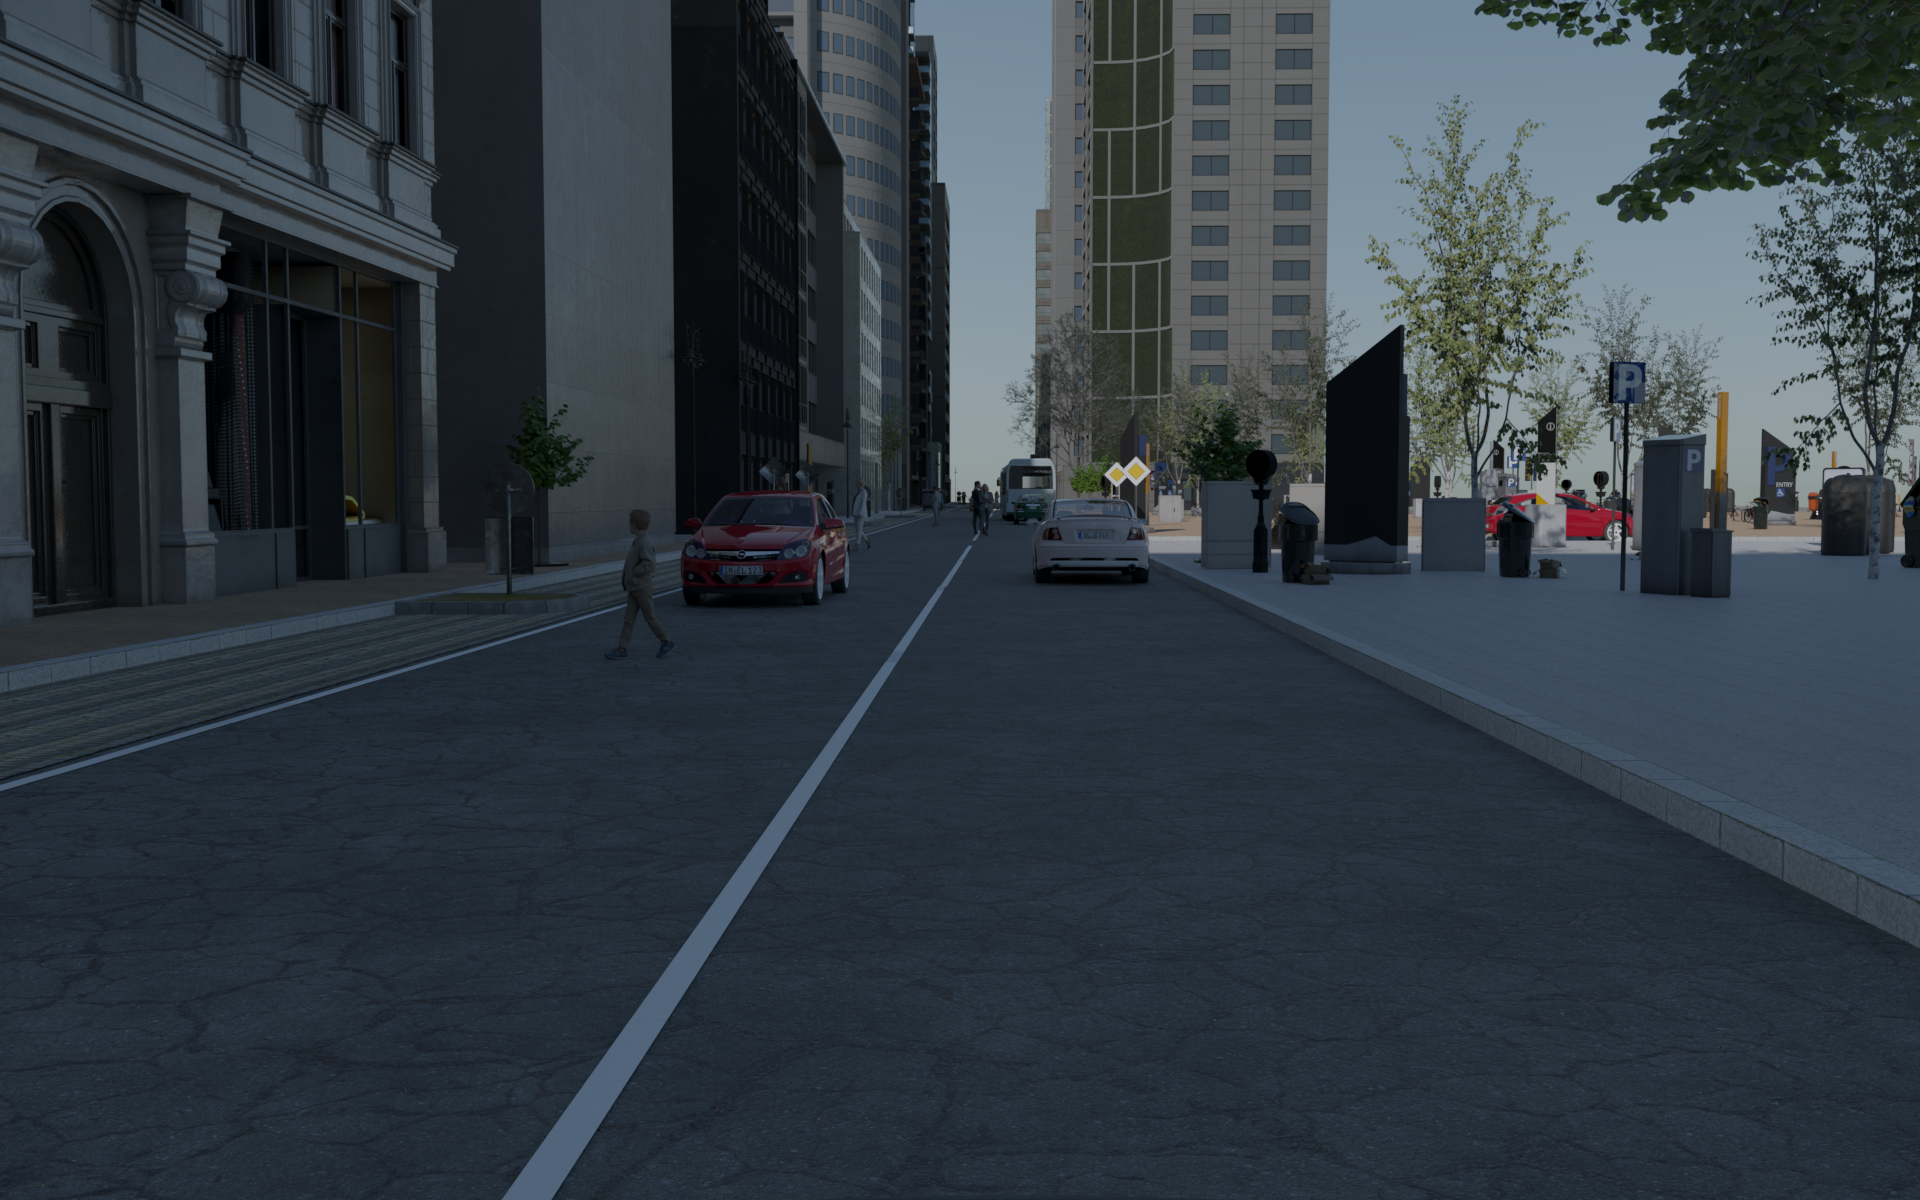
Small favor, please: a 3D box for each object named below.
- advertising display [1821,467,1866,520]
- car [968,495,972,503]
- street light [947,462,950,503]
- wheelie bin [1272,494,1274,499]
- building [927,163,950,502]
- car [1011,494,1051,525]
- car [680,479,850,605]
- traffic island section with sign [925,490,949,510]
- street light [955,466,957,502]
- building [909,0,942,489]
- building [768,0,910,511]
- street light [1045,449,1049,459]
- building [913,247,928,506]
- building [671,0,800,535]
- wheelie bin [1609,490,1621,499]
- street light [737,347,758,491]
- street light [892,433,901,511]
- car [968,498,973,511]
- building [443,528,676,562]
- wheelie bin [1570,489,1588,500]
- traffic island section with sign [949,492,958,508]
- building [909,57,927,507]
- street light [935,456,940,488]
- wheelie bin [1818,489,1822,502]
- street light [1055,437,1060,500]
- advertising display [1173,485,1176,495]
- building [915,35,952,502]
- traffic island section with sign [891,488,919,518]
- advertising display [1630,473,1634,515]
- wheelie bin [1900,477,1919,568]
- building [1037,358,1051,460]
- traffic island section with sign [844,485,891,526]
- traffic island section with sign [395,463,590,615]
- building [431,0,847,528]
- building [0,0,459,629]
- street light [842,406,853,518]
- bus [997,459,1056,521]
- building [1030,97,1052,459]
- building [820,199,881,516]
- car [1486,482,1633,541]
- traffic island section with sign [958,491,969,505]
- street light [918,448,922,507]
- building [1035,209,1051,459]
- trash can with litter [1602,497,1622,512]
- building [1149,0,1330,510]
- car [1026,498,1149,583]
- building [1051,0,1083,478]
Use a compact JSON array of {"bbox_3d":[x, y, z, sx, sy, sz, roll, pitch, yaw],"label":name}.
[{"bbox_3d":[21.387,-2.247,41.948,0.123,1.923,0.974,-3,5,-40],"label":"advertising display"},{"bbox_3d":[2.079,-12.668,219.122,2.014,1.417,4.499,0,4,2],"label":"car"},{"bbox_3d":[-1.669,-17.049,251.537,0.468,5.910,1.993,0,4,1],"label":"street light"},{"bbox_3d":[21.503,-6.896,120.652,0.693,1.594,0.980,1,4,15],"label":"wheelie bin"},{"bbox_3d":[-12.470,-38.639,255.443,21.300,48.544,21.600,0,4,1],"label":"building"},{"bbox_3d":[3.471,-4.323,82.471,2.131,1.459,4.920,0,4,2],"label":"car"},{"bbox_3d":[-2.600,-0.899,23.741,2.155,1.783,4.494,0,4,3],"label":"car"},{"bbox_3d":[-2.214,-8.878,153.789,1.989,1.847,2.006,0,4,1],"label":"traffic island section with sign"},{"bbox_3d":[-0.731,-19.293,288.231,0.468,5.910,1.993,0,4,1],"label":"street light"},{"bbox_3d":[-13.417,-55.957,227.567,22.319,86.520,31.000,0,4,1],"label":"building"},{"bbox_3d":[-15.466,-36.759,143.015,21.231,58.520,28.212,0,4,1],"label":"building"},{"bbox_3d":[8.439,-11.984,168.730,0.468,5.910,1.993,0,4,1],"label":"street light"},{"bbox_3d":[-10.908,-25.811,193.704,14.160,30.474,14.107,0,4,1],"label":"building"},{"bbox_3d":[-12.840,-14.197,61.805,12.332,23.373,15.834,0,4,1],"label":"building"},{"bbox_3d":[46.026,-6.957,121.651,0.693,1.594,0.980,3,5,45],"label":"wheelie bin"},{"bbox_3d":[-6.706,-5.016,54.798,0.468,5.910,1.993,0,4,1],"label":"street light"},{"bbox_3d":[-4.736,-9.700,131.389,0.468,5.910,1.993,0,4,1],"label":"street light"},{"bbox_3d":[1.655,-8.223,144.673,2.015,1.641,3.980,0,4,0],"label":"car"},{"bbox_3d":[-22.410,-13.457,39.090,30.058,24.678,14.314,0,4,1],"label":"building"},{"bbox_3d":[42.625,-6.792,118.951,0.980,1.594,0.693,0,4,-2],"label":"wheelie bin"},{"bbox_3d":[-1.506,-10.526,180.735,1.989,1.847,2.006,0,4,1],"label":"traffic island section with sign"},{"bbox_3d":[-14.719,-31.638,171.912,22.147,44.769,28.867,0,4,1],"label":"building"},{"bbox_3d":[-2.670,-14.780,214.445,0.468,5.910,1.993,0,4,1],"label":"street light"},{"bbox_3d":[55.731,-6.348,111.691,0.693,1.594,0.980,-2,4,-31],"label":"wheelie bin"},{"bbox_3d":[7.374,-9.734,131.930,0.468,5.910,1.993,0,4,1],"label":"street light"},{"bbox_3d":[15.464,-7.380,125.871,0.123,1.923,0.974,3,4,37],"label":"advertising display"},{"bbox_3d":[-11.765,-51.227,275.807,20.563,71.187,20.611,0,4,1],"label":"building"},{"bbox_3d":[-3.501,-5.858,104.404,1.989,1.847,2.006,0,4,1],"label":"traffic island section with sign"},{"bbox_3d":[21.063,-2.951,53.462,0.123,1.923,0.974,-1,4,-19],"label":"advertising display"},{"bbox_3d":[16.833,-1.355,30.059,0.980,1.594,0.693,-2,4,-29],"label":"wheelie bin"},{"bbox_3d":[24.342,-23.481,228.958,27.650,21.520,28.899,0,4,1],"label":"building"},{"bbox_3d":[-4.222,-4.182,76.997,1.989,1.847,2.006,0,4,1],"label":"traffic island section with sign"},{"bbox_3d":[-5.680,-0.781,21.396,1.989,1.847,2.006,0,4,1],"label":"traffic island section with sign"},{"bbox_3d":[-13.989,-16.290,85.416,14.314,24.678,30.058,0,4,1],"label":"building"},{"bbox_3d":[-13.573,-9.658,8.813,10.553,20.767,40.483,0,4,1],"label":"building"},{"bbox_3d":[-5.934,-7.261,91.497,0.468,5.910,1.993,0,4,1],"label":"street light"},{"bbox_3d":[3.643,-6.201,96.251,2.948,3.499,13.247,0,4,0],"label":"bus"},{"bbox_3d":[22.391,-58.636,271.368,22.319,86.520,31.000,0,4,1],"label":"building"},{"bbox_3d":[-10.761,-15.554,109.063,10.420,20.320,16.860,0,4,1],"label":"building"},{"bbox_3d":[17.522,-2.533,50.452,4.494,1.783,2.155,0,4,1],"label":"car"},{"bbox_3d":[-0.050,-13.952,236.748,1.989,1.847,2.006,0,4,1],"label":"traffic island section with sign"},{"bbox_3d":[-3.856,-11.969,168.479,0.468,5.910,1.993,0,4,1],"label":"street light"},{"bbox_3d":[17.828,-34.642,249.986,14.154,41.232,14.086,0,4,1],"label":"building"},{"bbox_3d":[26.699,-3.631,70.758,0.624,1.170,1.055,3,5,40],"label":"trash can with litter"},{"bbox_3d":[18.718,-43.208,144.710,20.563,71.187,20.611,0,4,1],"label":"building"},{"bbox_3d":[2.171,-1.039,29.344,2.083,1.381,4.827,0,4,2],"label":"car"},{"bbox_3d":[19.438,-38.376,169.452,21.231,58.520,28.212,0,4,1],"label":"building"}]
